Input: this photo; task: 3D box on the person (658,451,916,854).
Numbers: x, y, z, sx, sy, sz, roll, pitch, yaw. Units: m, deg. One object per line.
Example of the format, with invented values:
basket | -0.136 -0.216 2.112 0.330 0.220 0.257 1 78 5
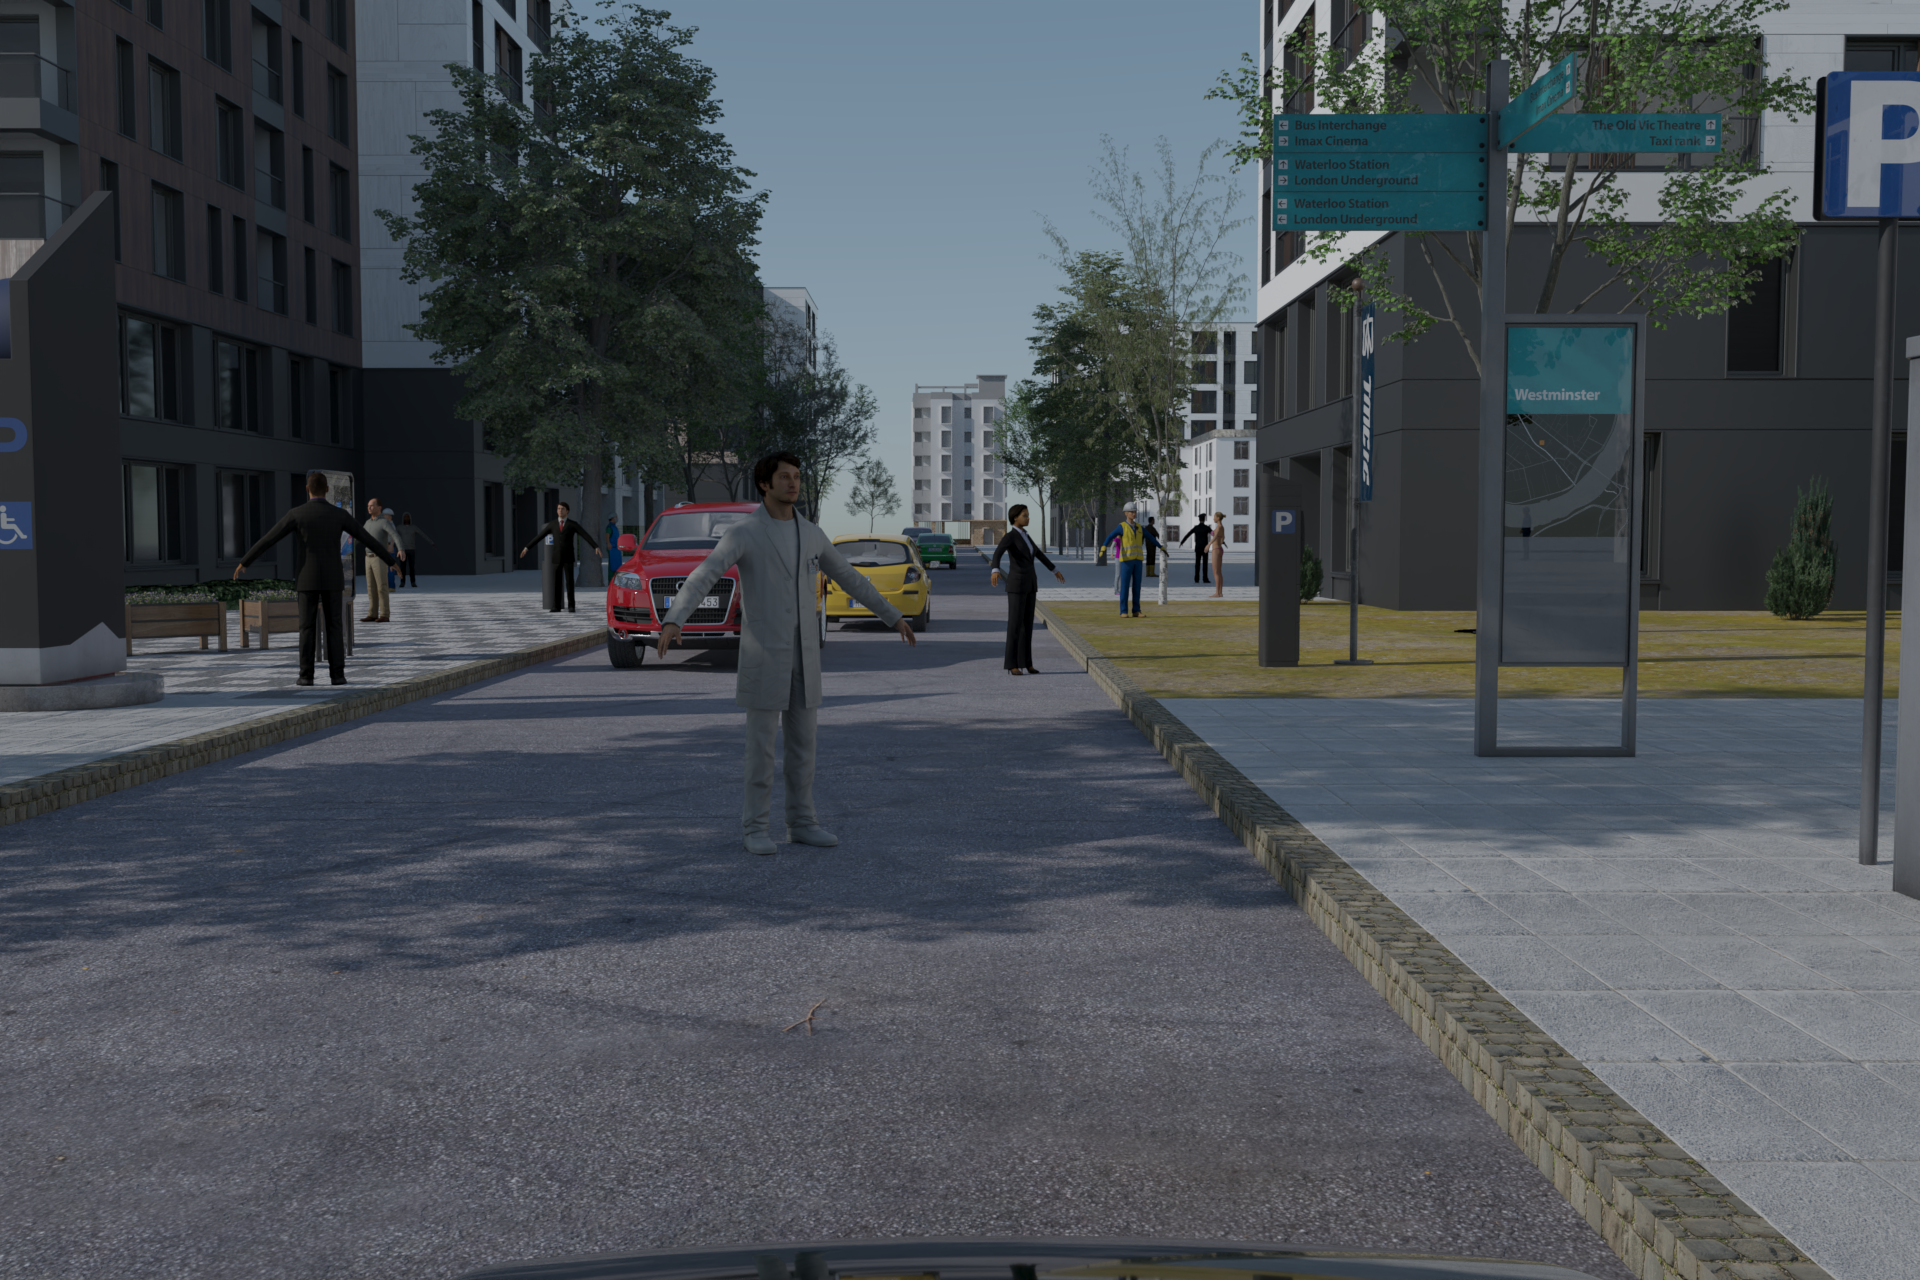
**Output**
person | -0.803 0.046 7.892 1.347 1.806 0.705 -3 4 -37

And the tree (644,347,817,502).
tree | -9.890 -8.627 75.472 8.767 10.594 7.601 -3 5 -44

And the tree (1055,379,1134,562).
tree | 6.176 -7.839 78.537 4.360 8.622 3.978 0 3 0

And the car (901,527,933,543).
car | -2.210 -4.982 90.130 2.281 1.827 5.304 0 4 0

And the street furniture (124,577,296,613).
street furniture | -15.528 -0.820 29.042 10.072 0.657 5.734 -3 4 -36

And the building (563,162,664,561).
building | -26.643 -13.774 91.671 16.747 18.905 31.486 0 4 -1

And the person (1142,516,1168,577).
person | 5.738 -2.790 51.760 0.704 1.812 1.346 -2 4 -28

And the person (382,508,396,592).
person | -12.609 -1.975 38.147 0.705 1.847 1.347 -2 4 -30

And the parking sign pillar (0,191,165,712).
parking sign pillar | -6.851 -1.504 13.068 1.447 3.967 1.447 0 3 0

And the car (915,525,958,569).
car | -1.059 -3.830 71.417 1.959 1.807 4.718 0 4 -1

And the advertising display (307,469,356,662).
advertising display | -6.416 -0.765 17.718 0.123 1.923 0.974 0 4 1

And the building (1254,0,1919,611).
building | 21.198 -12.262 44.466 27.936 21.610 32.646 0 3 0

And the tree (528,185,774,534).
tree | -9.169 -7.682 51.359 9.928 11.665 9.643 0 3 0

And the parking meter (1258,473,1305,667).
parking meter | 3.108 -0.675 16.744 0.399 1.863 0.255 0 4 -2

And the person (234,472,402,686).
person | -5.435 -0.518 14.700 1.346 1.802 0.704 -1 4 -22

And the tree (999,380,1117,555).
tree | 5.991 -10.449 105.252 8.767 10.594 7.601 2 4 27

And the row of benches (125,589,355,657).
row of benches | -8.501 -0.200 18.732 4.104 0.672 1.422 -3 5 -43

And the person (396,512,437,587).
person | -13.292 -2.173 41.657 1.348 1.813 0.705 -1 4 -19

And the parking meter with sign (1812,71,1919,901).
parking meter with sign | 3.533 -0.585 5.818 0.543 3.016 1.738 0 4 0

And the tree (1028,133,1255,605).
tree | 3.923 -4.954 31.367 4.360 8.622 3.978 0 3 0

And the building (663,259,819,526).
building | -26.699 -18.182 141.253 27.936 21.610 32.646 0 4 0

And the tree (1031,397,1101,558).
tree | 6.413 -8.631 91.473 4.360 8.622 3.978 0 3 0

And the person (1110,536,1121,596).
person | 3.400 -1.648 36.213 0.599 1.433 0.991 2 4 34

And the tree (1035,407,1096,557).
tree | 6.081 -9.035 98.085 4.360 8.622 3.978 0 3 0

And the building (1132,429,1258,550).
building | 21.175 -12.896 152.998 9.099 9.664 28.070 0 3 0

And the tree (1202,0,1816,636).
tree | 6.949 -5.872 21.771 9.928 11.665 9.643 0 3 0

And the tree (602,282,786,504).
tree | -9.947 -8.420 63.419 9.928 11.665 9.643 0 3 0

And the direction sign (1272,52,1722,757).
direction sign | 3.033 -1.259 9.340 2.525 3.948 1.411 0 4 0

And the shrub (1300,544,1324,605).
shrub | 6.143 -1.251 31.568 1.383 1.207 1.383 0 3 0

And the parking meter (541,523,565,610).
parking meter | -6.930 -1.289 29.490 0.372 1.533 0.369 0 3 0

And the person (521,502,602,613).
person | -6.487 -1.352 28.293 1.347 1.806 0.705 0 4 3

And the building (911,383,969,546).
building | -5.578 -21.485 210.162 11.380 20.090 16.016 0 4 5

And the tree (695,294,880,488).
tree | -9.286 -10.978 89.856 12.009 13.543 11.850 0 3 0

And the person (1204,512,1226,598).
person | 5.155 -1.733 35.135 0.721 1.733 1.217 1 4 21

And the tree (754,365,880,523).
tree | -8.913 -10.970 105.115 9.928 11.665 9.643 0 3 0

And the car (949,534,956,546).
car | -1.239 -6.839 120.617 1.959 1.807 4.718 0 4 0

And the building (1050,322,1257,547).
building | 23.332 -20.754 183.303 27.936 21.610 32.646 0 4 0

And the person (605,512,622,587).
person | -8.403 -2.202 42.130 0.704 1.817 1.347 0 4 6

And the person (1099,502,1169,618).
person | 2.662 -1.229 26.550 1.216 1.772 0.721 -2 4 -24

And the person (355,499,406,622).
person | -8.506 -1.157 25.196 1.348 1.796 0.705 2 4 30

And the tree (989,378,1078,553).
tree | 5.481 -11.636 116.008 9.928 11.665 9.643 0 3 0

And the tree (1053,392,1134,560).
tree | 6.172 -8.201 84.450 4.737 8.622 4.395 0 3 0

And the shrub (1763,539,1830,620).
shrub | 12.502 -0.903 25.873 1.383 1.207 1.383 0 3 0

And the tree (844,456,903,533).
tree | -10.297 -16.639 206.462 7.601 10.594 8.767 0 4 -6

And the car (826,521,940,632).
car | -1.324 -1.016 26.831 2.015 1.641 3.980 0 4 0

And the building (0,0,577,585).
building | -28.968 -12.665 51.055 27.936 21.610 32.646 0 4 0

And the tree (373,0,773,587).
tree | -8.996 -8.264 41.770 9.857 13.997 8.962 0 3 0

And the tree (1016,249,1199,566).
tree | 5.929 -9.269 69.681 7.486 12.596 7.792 0 3 0

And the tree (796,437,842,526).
tree | -9.565 -10.138 116.123 4.360 8.622 3.978 0 3 0

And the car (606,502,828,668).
car | -2.713 -0.705 20.203 2.281 1.827 5.304 0 4 0

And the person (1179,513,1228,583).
person | 6.355 -2.416 45.431 1.347 1.837 0.705 2 4 28

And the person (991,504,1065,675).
person | 0.681 -0.517 17.628 0.721 1.740 1.216 3 4 37

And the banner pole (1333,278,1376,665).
banner pole | 3.901 -1.639 16.812 0.401 3.779 0.863 0 4 -1
